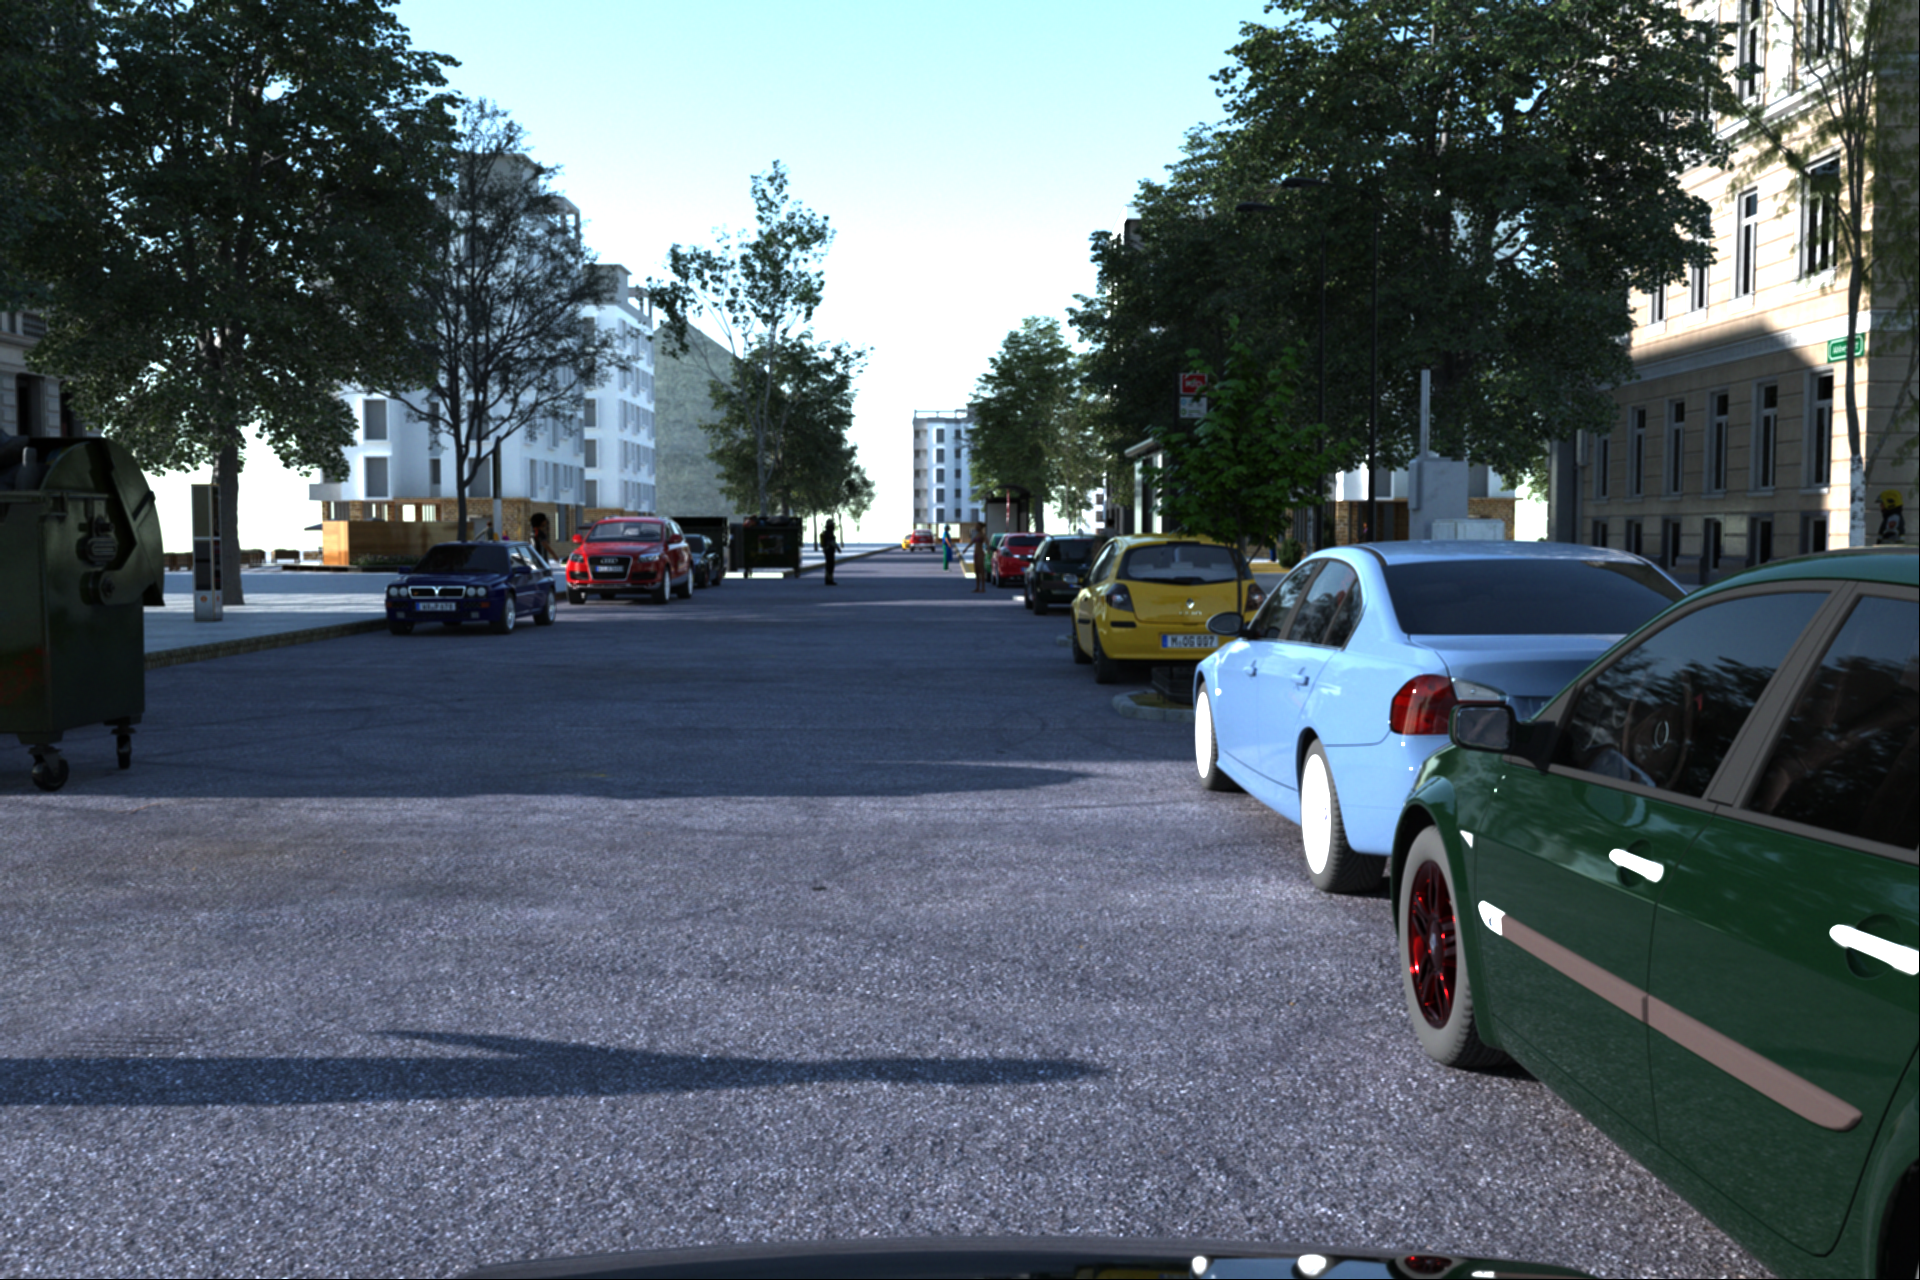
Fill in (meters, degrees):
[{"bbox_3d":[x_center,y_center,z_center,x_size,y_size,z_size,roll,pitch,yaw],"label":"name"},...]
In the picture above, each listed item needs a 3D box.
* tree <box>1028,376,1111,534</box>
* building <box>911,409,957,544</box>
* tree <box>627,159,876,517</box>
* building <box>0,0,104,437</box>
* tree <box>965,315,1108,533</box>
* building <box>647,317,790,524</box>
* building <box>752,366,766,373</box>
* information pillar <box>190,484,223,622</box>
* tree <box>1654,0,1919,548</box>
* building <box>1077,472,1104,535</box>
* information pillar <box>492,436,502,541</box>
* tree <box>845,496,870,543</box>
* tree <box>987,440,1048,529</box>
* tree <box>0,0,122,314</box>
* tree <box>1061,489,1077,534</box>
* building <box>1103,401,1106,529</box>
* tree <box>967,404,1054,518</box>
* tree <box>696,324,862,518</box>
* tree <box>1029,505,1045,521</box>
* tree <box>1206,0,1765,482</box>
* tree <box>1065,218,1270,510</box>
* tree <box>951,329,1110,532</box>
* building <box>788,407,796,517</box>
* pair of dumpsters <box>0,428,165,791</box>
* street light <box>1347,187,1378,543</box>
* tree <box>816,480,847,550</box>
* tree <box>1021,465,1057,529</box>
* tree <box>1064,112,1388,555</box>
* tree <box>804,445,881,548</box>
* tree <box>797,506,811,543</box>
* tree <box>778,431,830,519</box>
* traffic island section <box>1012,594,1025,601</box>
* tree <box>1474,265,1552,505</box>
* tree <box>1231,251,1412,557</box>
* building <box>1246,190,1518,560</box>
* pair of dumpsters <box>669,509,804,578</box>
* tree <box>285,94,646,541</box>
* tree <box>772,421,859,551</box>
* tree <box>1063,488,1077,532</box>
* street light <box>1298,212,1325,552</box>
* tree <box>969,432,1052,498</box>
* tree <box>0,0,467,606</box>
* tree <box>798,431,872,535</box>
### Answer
[{"bbox_3d":[4.909,-8.017,81.437,4.360,8.622,3.978,0,3,0],"label":"tree"},{"bbox_3d":[-6.831,-24.098,252.886,11.380,20.090,16.016,0,4,2],"label":"building"},{"bbox_3d":[-10.809,-14.328,90.158,12.611,20.169,13.585,0,3,0],"label":"tree"},{"bbox_3d":[-31.960,-13.321,45.519,11.050,23.595,19.941,0,4,0],"label":"building"},{"bbox_3d":[3.803,-10.533,90.335,7.486,12.596,7.792,0,3,0],"label":"tree"},{"bbox_3d":[-28.313,-21.521,182.792,19.493,23.208,18.063,0,4,0],"label":"building"},{"bbox_3d":[-27.355,-20.757,195.793,16.016,20.090,11.380,0,3,0],"label":"building"},{"bbox_3d":[-11.031,-1.277,25.368,0.304,2.012,0.304,0,3,0],"label":"information pillar"},{"bbox_3d":[8.341,-4.038,16.389,4.360,8.622,3.978,0,3,0],"label":"tree"},{"bbox_3d":[20.494,-17.256,224.280,9.099,9.664,28.070,0,3,0],"label":"building"},{"bbox_3d":[-10.993,-3.048,41.184,0.183,3.616,0.504,0,4,-1],"label":"information pillar"},{"bbox_3d":[-15.024,-18.530,253.332,4.737,8.622,4.395,0,3,0],"label":"tree"},{"bbox_3d":[4.112,-10.110,115.662,4.737,8.622,4.395,0,3,0],"label":"tree"},{"bbox_3d":[-13.581,-6.771,17.363,9.857,13.997,8.962,0,3,0],"label":"tree"},{"bbox_3d":[16.799,-18.167,247.391,4.360,8.622,3.978,0,3,0],"label":"tree"},{"bbox_3d":[21.492,-20.853,197.360,16.016,20.090,11.380,0,4,0],"label":"building"},{"bbox_3d":[4.233,-13.936,145.980,7.486,12.596,7.792,0,3,0],"label":"tree"},{"bbox_3d":[-10.731,-12.121,104.837,9.857,13.997,8.962,0,3,0],"label":"tree"},{"bbox_3d":[9.056,-19.536,253.833,7.601,10.594,8.767,0,4,1],"label":"tree"},{"bbox_3d":[8.473,-7.545,30.014,9.857,13.997,8.962,0,3,0],"label":"tree"},{"bbox_3d":[8.976,-9.890,68.355,9.857,13.997,8.962,0,3,0],"label":"tree"},{"bbox_3d":[4.609,-11.772,102.845,12.009,13.543,11.850,0,3,0],"label":"tree"},{"bbox_3d":[-31.262,-22.058,227.103,16.747,18.905,31.486,0,4,-1],"label":"building"},{"bbox_3d":[-7.102,-0.307,9.967,4.436,2.255,1.574,0,4,0],"label":"pair of dumpsters"},{"bbox_3d":[5.957,-3.069,22.712,1.470,5.913,1.316,0,4,0],"label":"street light"},{"bbox_3d":[-11.172,-11.649,140.823,4.737,8.622,4.395,0,3,0],"label":"tree"},{"bbox_3d":[5.005,-10.549,122.840,4.737,8.622,4.395,0,3,0],"label":"tree"},{"bbox_3d":[8.194,-8.865,51.591,9.857,13.997,8.962,0,3,0],"label":"tree"},{"bbox_3d":[-11.104,-13.829,160.509,8.767,10.594,7.601,-3,4,-37],"label":"tree"},{"bbox_3d":[-22.757,-18.548,253.619,4.737,8.622,4.395,0,3,0],"label":"tree"},{"bbox_3d":[-10.690,-10.177,116.762,4.737,8.622,4.395,0,3,0],"label":"tree"},{"bbox_3d":[2.139,-0.927,38.021,1.991,0.108,1.994,0,4,0],"label":"traffic island section"},{"bbox_3d":[25.270,-9.497,73.403,7.486,12.596,7.792,0,3,0],"label":"tree"},{"bbox_3d":[8.558,-5.544,41.013,4.737,8.622,4.395,0,3,0],"label":"tree"},{"bbox_3d":[21.483,-14.792,98.268,16.016,20.090,11.380,0,4,-1],"label":"building"},{"bbox_3d":[-7.357,-3.167,56.736,4.436,2.255,1.574,0,4,0],"label":"pair of dumpsters"},{"bbox_3d":[-13.760,-8.414,47.937,12.009,13.543,11.850,0,3,0],"label":"tree"},{"bbox_3d":[-11.168,-11.980,130.292,7.601,10.594,8.767,-2,4,-31],"label":"tree"},{"bbox_3d":[17.022,-18.443,251.911,4.360,8.622,3.978,0,3,0],"label":"tree"},{"bbox_3d":[5.631,-3.173,24.422,1.470,5.913,1.316,0,3,0],"label":"street light"},{"bbox_3d":[4.705,-14.150,157.113,9.928,11.665,9.643,0,3,0],"label":"tree"},{"bbox_3d":[-13.371,-7.609,31.057,9.857,13.997,8.962,0,3,0],"label":"tree"},{"bbox_3d":[-11.206,-13.140,149.249,8.767,10.594,7.601,2,4,34],"label":"tree"}]
